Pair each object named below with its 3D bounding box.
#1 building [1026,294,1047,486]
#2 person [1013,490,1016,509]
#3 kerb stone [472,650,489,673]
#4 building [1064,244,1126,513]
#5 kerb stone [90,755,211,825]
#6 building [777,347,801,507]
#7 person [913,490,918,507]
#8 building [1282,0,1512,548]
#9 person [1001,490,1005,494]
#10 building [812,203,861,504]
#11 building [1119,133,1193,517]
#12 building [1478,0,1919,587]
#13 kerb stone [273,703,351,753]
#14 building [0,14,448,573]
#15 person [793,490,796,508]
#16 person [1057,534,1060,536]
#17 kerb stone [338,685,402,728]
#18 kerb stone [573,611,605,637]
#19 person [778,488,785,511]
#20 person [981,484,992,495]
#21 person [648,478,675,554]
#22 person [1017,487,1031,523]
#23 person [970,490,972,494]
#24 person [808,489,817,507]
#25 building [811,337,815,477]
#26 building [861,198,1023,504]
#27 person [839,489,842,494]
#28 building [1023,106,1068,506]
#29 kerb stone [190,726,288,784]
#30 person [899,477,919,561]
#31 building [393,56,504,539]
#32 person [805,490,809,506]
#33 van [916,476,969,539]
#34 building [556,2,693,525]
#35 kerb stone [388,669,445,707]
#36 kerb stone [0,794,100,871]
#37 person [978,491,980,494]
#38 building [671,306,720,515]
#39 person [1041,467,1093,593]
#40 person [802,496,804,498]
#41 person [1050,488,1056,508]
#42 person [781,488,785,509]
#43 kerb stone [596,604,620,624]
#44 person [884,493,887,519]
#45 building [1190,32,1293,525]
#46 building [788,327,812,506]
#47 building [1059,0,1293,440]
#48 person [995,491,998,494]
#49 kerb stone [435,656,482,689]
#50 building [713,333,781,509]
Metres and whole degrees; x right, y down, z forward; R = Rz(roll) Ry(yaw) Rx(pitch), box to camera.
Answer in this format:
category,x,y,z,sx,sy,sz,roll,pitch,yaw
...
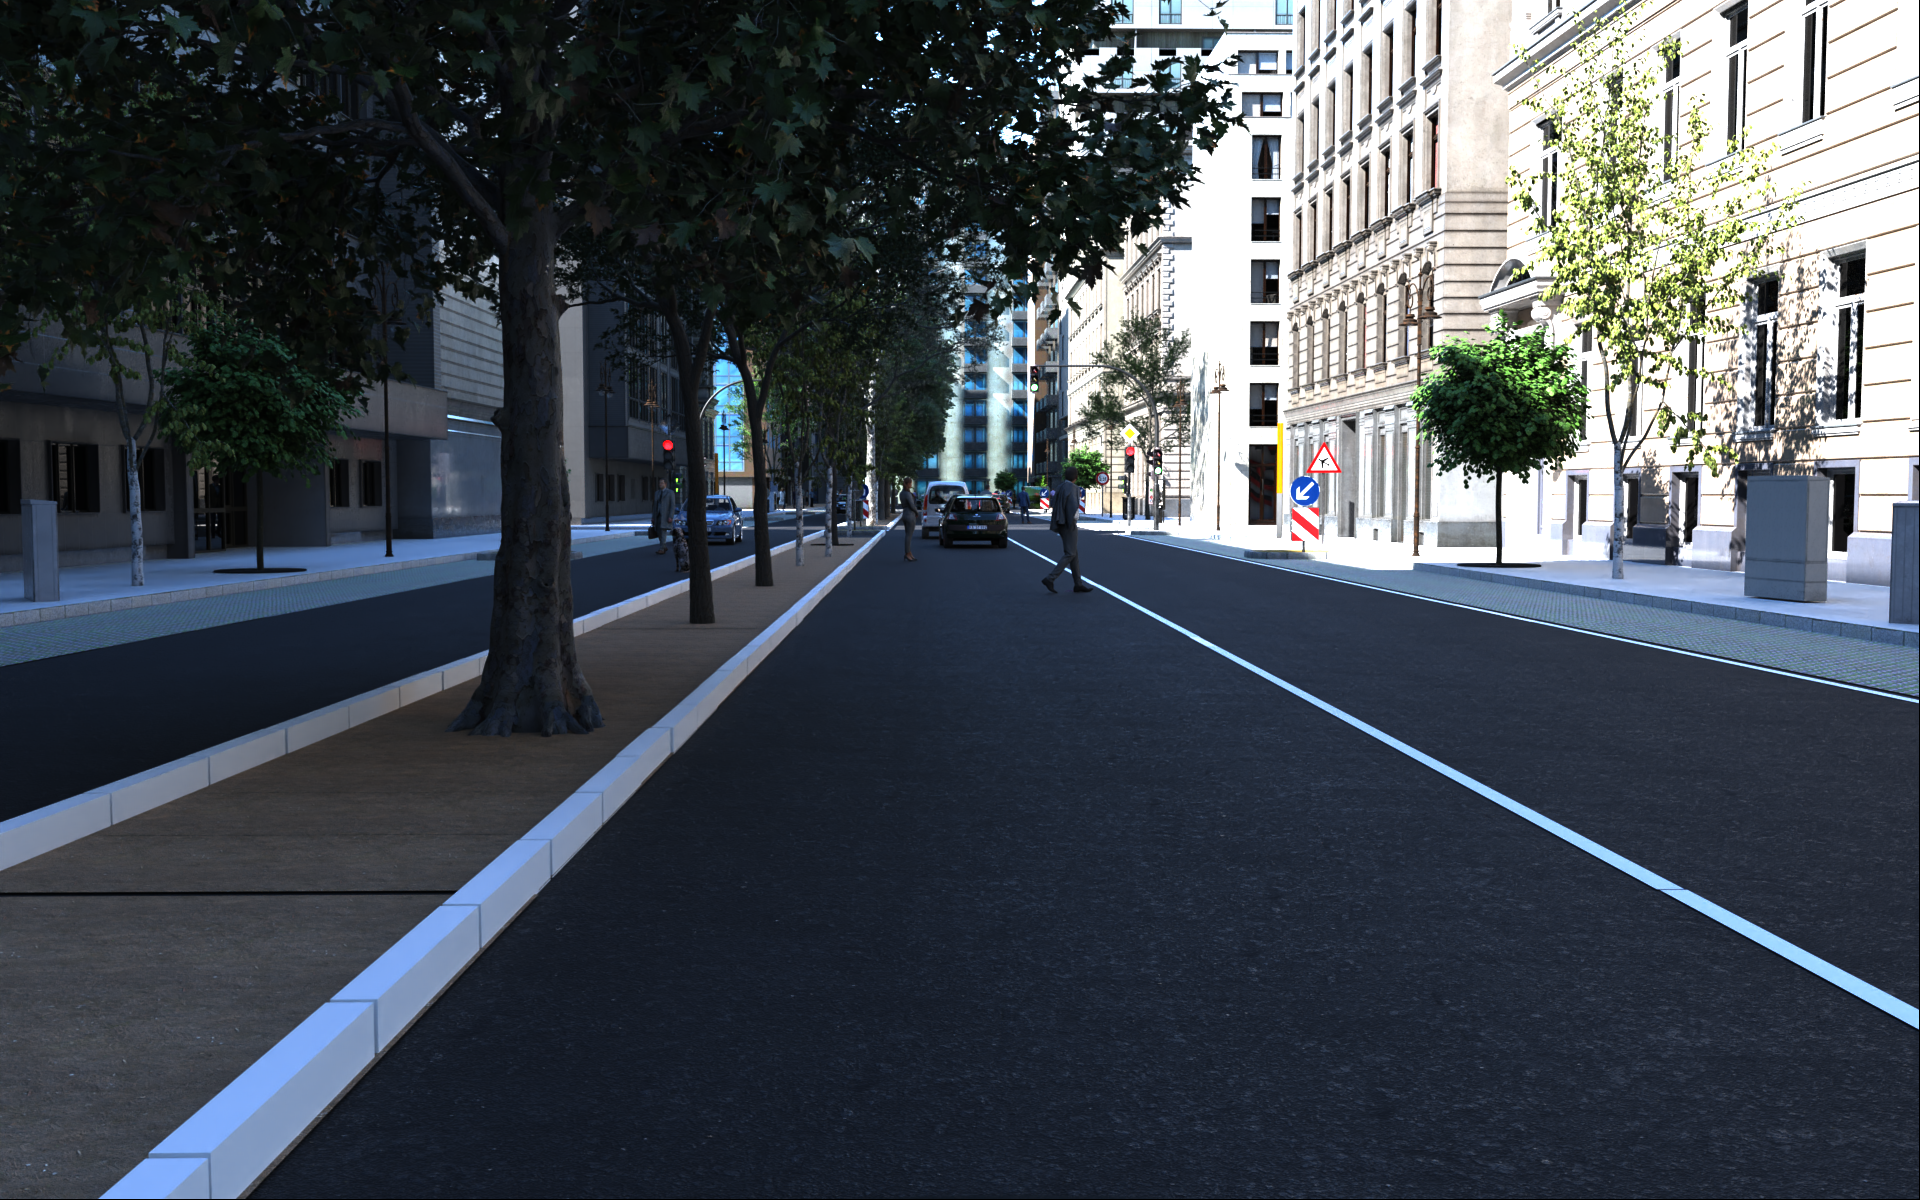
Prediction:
category,x,y,z,sx,sy,sz,roll,pitch,yaw
building,15.558,-34.300,210.915,14.600,45.320,14.200,0,4,-1
person,5.305,-9.749,167.987,0.705,1.812,1.348,0,4,-4
kerb stone,-3.840,0.501,14.099,0.120,0.150,1.000,0,4,-1
building,16.470,-18.088,129.028,16.112,22.955,30.059,0,4,-1
kerb stone,-3.713,0.872,7.941,0.120,0.150,1.000,0,4,-1
building,-27.548,-31.676,172.532,22.147,44.769,28.867,0,4,-1
person,-4.893,-11.162,190.863,0.599,1.838,0.709,-2,4,-34
building,15.943,-12.278,49.899,9.793,20.994,18.267,0,4,-1
person,4.451,-10.376,178.008,0.709,1.838,0.599,1,4,12
building,-27.531,-42.576,238.122,28.212,58.520,21.231,0,4,-1
building,15.734,-16.829,104.038,11.050,23.489,19.941,0,4,-1
building,18.923,-14.923,29.902,13.634,28.700,20.117,0,4,-1
kerb stone,-3.754,0.746,9.992,0.120,0.150,1.000,0,4,-1
building,-21.046,-13.097,33.196,14.314,24.678,30.058,0,4,-1
person,-14.775,-9.131,155.780,0.568,1.767,0.683,-2,4,-24
person,3.597,-3.089,60.014,0.522,1.701,0.512,0,4,-6
kerb stone,-3.777,0.684,11.013,0.120,0.150,1.000,0,4,-1
kerb stone,-3.912,0.248,18.189,0.120,0.150,1.000,0,4,-1
person,-13.836,-7.800,133.922,0.624,1.780,0.694,-1,4,-12
person,1.102,-3.552,66.685,0.694,1.812,0.767,3,5,39
person,-7.128,-2.002,41.327,0.694,1.812,0.767,2,4,26
person,3.152,-4.643,84.588,0.721,1.800,0.419,1,4,14
person,1.043,-10.095,173.583,0.705,1.821,1.348,-1,4,-20
person,-14.604,-10.093,171.041,0.705,1.826,1.348,2,4,32
building,-24.748,-32.169,209.555,14.086,41.232,14.154,0,4,-1
building,1.758,-37.999,240.896,30.456,49.044,23.786,0,4,-1
person,-8.568,-7.051,123.873,0.778,1.811,0.616,1,4,9
building,19.951,-34.801,188.601,23.786,49.044,30.456,0,4,-1
kerb stone,-3.738,0.809,8.969,0.120,0.150,1.000,0,4,-1
person,-1.024,-1.725,36.978,0.573,1.790,0.520,-3,5,-41
building,-24.032,-12.482,53.230,18.267,20.994,9.793,0,4,-1
person,-16.127,-10.693,181.660,0.721,1.735,1.217,0,4,1
van,-0.446,-3.057,56.987,2.013,2.044,4.112,0,4,-1
building,-21.187,-17.666,82.351,14.314,27.812,24.014,0,4,-1
kerb stone,-3.799,0.621,12.036,0.120,0.150,1.000,0,4,-1
kerb stone,-3.690,0.934,6.919,0.120,0.150,1.000,0,4,-1
person,2.064,-10.908,186.854,0.705,1.824,1.348,3,5,42
building,-23.028,-17.899,111.729,14.460,24.649,34.723,0,4,-1
person,1.577,-1.010,25.110,0.850,1.850,0.679,-1,4,-20
person,-15.824,-10.236,173.490,0.705,1.812,1.348,0,4,-5
person,8.726,-9.560,162.222,0.709,1.838,0.599,0,4,3
person,-15.160,-8.714,148.603,0.705,1.814,1.350,0,4,2
kerb stone,-3.950,0.182,19.220,0.120,0.150,1.000,0,4,-1
person,-4.465,-5.538,98.407,0.648,1.900,0.474,1,4,9
building,19.269,-13.496,75.408,16.860,20.320,10.420,0,4,-1
building,-24.196,-25.859,194.489,14.160,30.474,14.107,0,4,-1
building,23.515,-34.861,159.216,28.713,52.752,27.495,0,4,-1
person,4.040,-11.150,190.833,1.348,1.821,0.705,2,4,28
kerb stone,-3.816,0.560,13.067,0.120,0.150,1.000,0,4,-1
building,-23.155,-30.582,150.119,14.600,45.320,14.200,0,4,-1
